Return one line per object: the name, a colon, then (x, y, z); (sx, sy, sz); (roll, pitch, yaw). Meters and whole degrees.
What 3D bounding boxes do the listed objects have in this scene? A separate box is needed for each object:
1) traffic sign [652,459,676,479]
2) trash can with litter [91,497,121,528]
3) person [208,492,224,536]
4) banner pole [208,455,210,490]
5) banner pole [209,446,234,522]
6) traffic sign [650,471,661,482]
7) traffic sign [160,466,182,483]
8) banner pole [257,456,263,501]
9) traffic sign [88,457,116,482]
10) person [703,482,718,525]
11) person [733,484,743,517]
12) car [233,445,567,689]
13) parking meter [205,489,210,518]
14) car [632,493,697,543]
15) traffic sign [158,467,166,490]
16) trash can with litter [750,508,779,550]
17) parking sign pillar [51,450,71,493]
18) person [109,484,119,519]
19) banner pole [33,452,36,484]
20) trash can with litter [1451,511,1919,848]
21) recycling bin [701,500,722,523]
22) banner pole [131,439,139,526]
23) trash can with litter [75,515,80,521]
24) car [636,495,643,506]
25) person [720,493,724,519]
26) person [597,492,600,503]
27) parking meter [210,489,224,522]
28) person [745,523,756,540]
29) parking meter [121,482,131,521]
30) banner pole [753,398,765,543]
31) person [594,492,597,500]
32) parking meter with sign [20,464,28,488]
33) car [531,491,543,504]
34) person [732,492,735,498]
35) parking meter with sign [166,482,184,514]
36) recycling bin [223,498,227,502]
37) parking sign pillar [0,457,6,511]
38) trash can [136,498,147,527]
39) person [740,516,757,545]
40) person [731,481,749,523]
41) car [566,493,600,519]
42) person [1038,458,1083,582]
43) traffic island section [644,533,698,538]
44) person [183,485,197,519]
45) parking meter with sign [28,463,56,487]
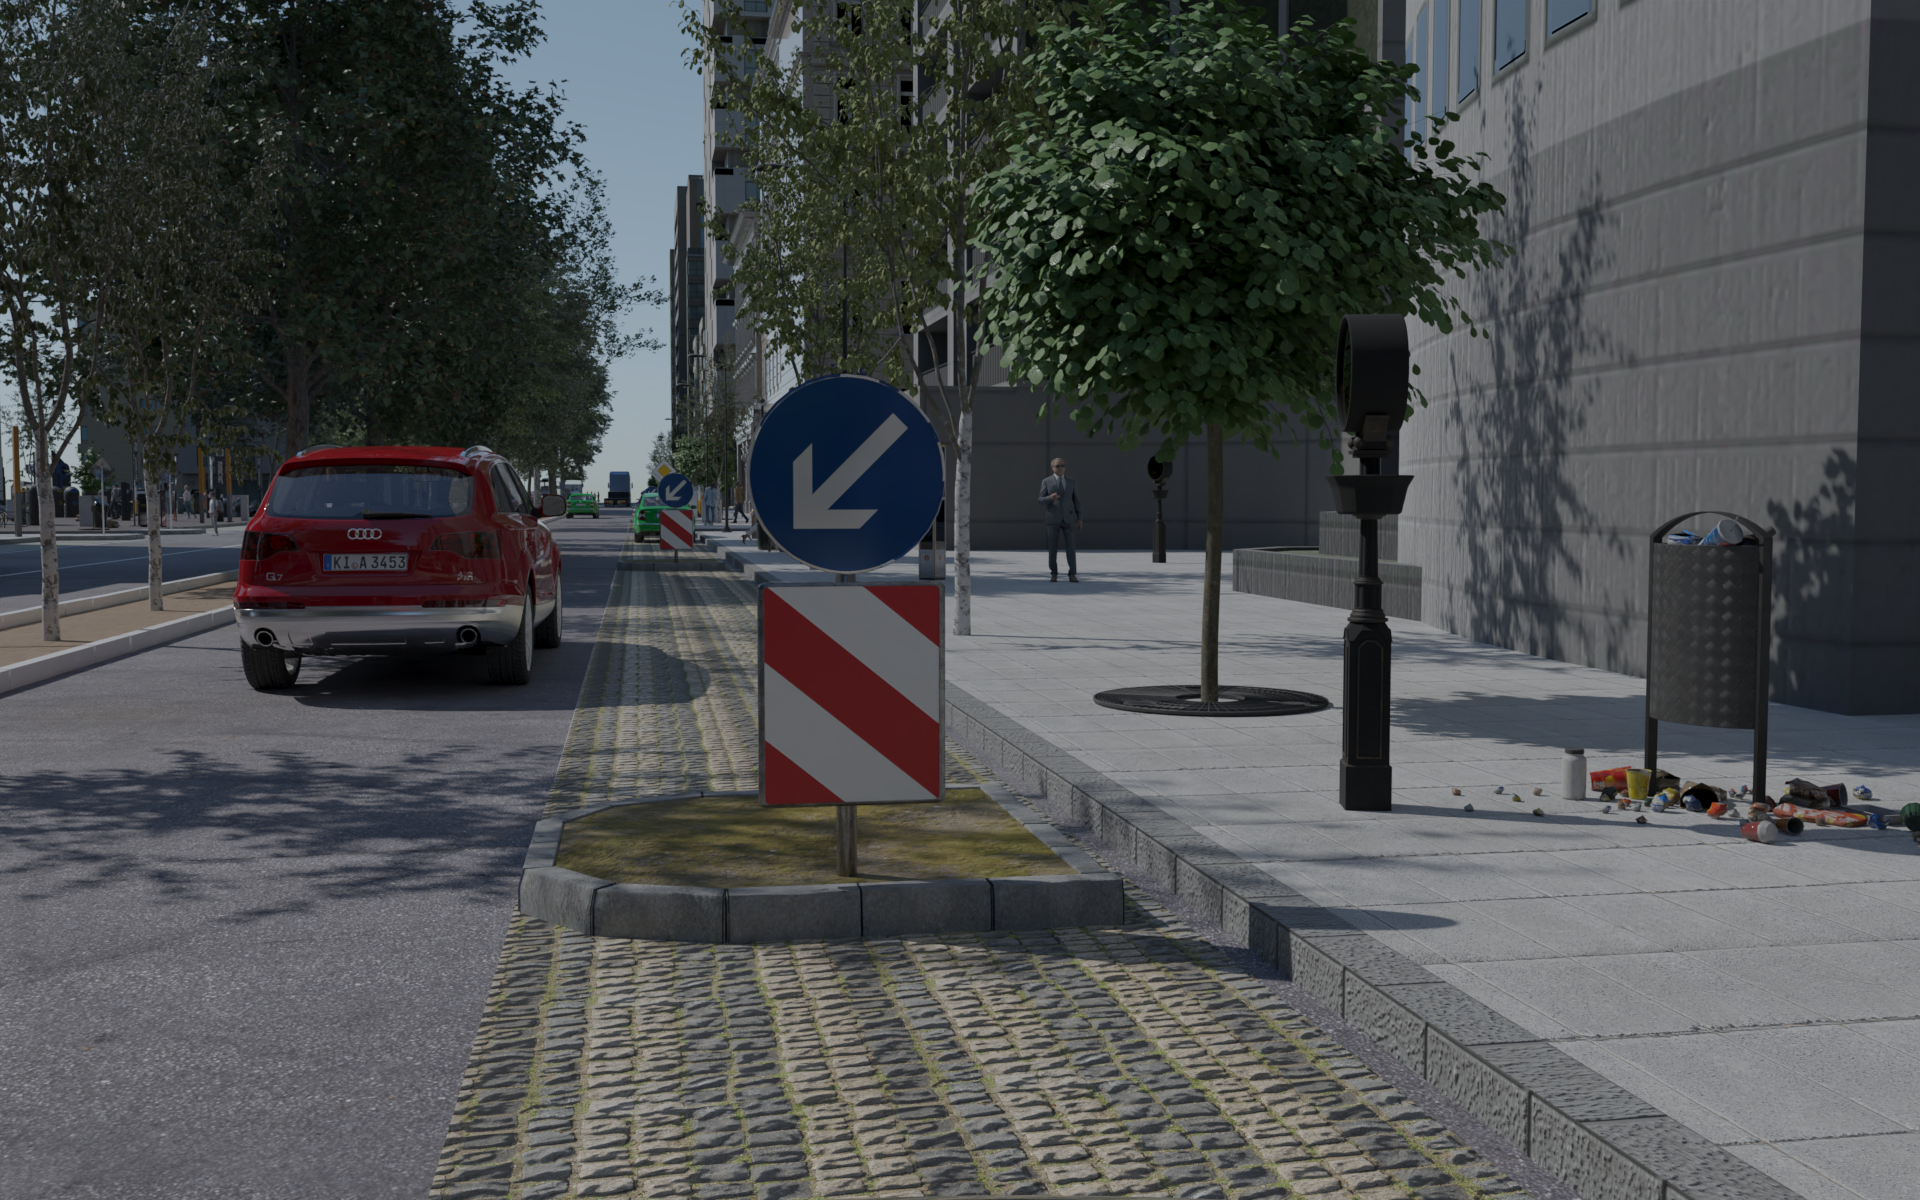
traffic sign: (-9.779, -3.379, 57.438); (0.795, 2.593, 0.064); (-1, 4, -10)
trash can with litter: (-32.221, -3.303, 65.385); (1.055, 1.170, 0.624); (1, 4, 11)
person: (-25.450, -2.938, 59.134); (0.503, 1.515, 0.523); (1, 4, 12)
banner pole: (-43.826, -6.805, 101.278); (0.401, 3.779, 0.863); (-3, 5, -40)
banner pole: (-33.709, -5.461, 79.304); (0.401, 3.779, 0.863); (3, 5, 40)
traffic sign: (-11.237, -3.859, 65.290); (0.795, 2.593, 0.064); (-1, 4, -10)
traffic sign: (-28.343, -3.667, 62.145); (0.795, 2.593, 0.064); (-1, 4, -10)
banner pole: (-40.780, -6.785, 100.945); (0.401, 3.779, 0.863); (0, 4, -2)
traffic sign: (-26.885, -3.187, 54.294); (0.795, 2.593, 0.064); (-1, 4, -10)
person: (-10.295, -3.982, 71.420); (0.793, 1.790, 0.793); (2, 4, 30)
person: (-12.390, -5.562, 97.076); (0.850, 1.850, 0.679); (2, 4, 34)
car: (-4.472, -0.349, 14.384); (2.281, 1.827, 5.304); (-1, 4, -9)
parking meter: (-39.945, -5.125, 92.200); (0.372, 1.533, 0.369); (0, 3, 0)
car: (-8.879, -2.646, 52.052); (1.959, 1.807, 4.718); (-1, 4, -10)
traffic sign: (-32.034, -4.258, 69.619); (0.884, 2.594, 0.081); (0, 4, -2)
trash can with litter: (-4.438, -1.742, 39.866); (0.624, 1.170, 1.055); (0, 4, 4)
parking sign pillar: (-55.197, -7.213, 106.412); (1.447, 3.967, 1.447); (0, 4, 6)
person: (-42.814, -4.981, 87.670); (0.473, 1.802, 0.592); (1, 4, 10)
banner pole: (-47.885, -6.135, 90.332); (0.863, 3.779, 0.401); (-3, 5, -43)
trash can with litter: (3.181, 0.265, 6.719); (1.678, 1.210, 2.233); (-2, 4, -32)
recycling bin: (-11.244, -4.028, 78.414); (0.722, 1.027, 0.722); (1, 4, 14)
banner pole: (-32.908, -4.837, 69.101); (0.401, 3.779, 0.863); (-1, 4, -9)
trash can with litter: (-41.141, -4.285, 81.452); (0.624, 1.170, 1.055); (0, 4, 2)
car: (-31.172, -9.764, 172.216); (1.945, 1.354, 3.894); (-1, 4, -12)
person: (-12.430, -5.102, 89.811); (0.444, 1.785, 0.601); (2, 4, 34)
person: (-56.668, -16.074, 271.307); (0.705, 1.824, 1.348); (0, 4, 5)
parking meter: (-34.225, -4.379, 80.003); (0.372, 1.533, 0.369); (0, 3, 0)
person: (-5.577, -2.569, 47.886); (0.795, 1.843, 0.661); (0, 4, 6)
parking meter: (-40.047, -4.736, 83.137); (0.255, 1.863, 0.399); (1, 4, 8)
banner pole: (-5.222, -3.369, 45.097); (0.401, 3.779, 0.863); (1, 4, 15)
person: (-60.867, -17.112, 289.096); (1.217, 1.723, 0.721); (2, 4, 35)
parking meter with sign: (-54.849, -6.448, 101.690); (1.738, 3.016, 0.543); (3, 5, 39)
car: (-51.502, -12.270, 209.288); (2.281, 1.827, 5.304); (-1, 4, -10)
person: (-18.271, -8.316, 141.988); (1.348, 1.826, 0.705); (3, 4, 37)
parking meter with sign: (-51.012, -7.052, 111.561); (1.738, 3.016, 0.543); (-2, 4, -31)
recycling bin: (-44.849, -5.735, 106.328); (0.722, 1.027, 0.722); (-2, 4, -31)
parking sign pillar: (-69.435, -8.326, 124.604); (1.447, 3.967, 1.447); (0, 4, -3)
trash can: (-31.646, -3.406, 67.348); (0.748, 1.137, 0.748); (0, 3, 0)
person: (-5.081, -2.275, 43.113); (0.818, 1.842, 0.514); (-1, 4, -16)
person: (-9.650, -4.274, 75.830); (0.836, 1.842, 0.656); (0, 4, -5)
car: (-22.237, -5.705, 102.073); (1.959, 1.807, 4.718); (-1, 4, -9)
person: (1.476, -1.159, 25.168); (0.661, 1.801, 0.590); (-1, 4, -10)
traffic island section: (-9.757, -2.156, 57.525); (2.009, 0.180, 2.903); (-1, 4, -10)
person: (-39.915, -5.084, 89.831); (0.598, 1.740, 0.731); (-1, 4, -10)
parking meter with sign: (-51.756, -6.214, 97.852); (0.543, 3.016, 1.738); (0, 4, -2)
